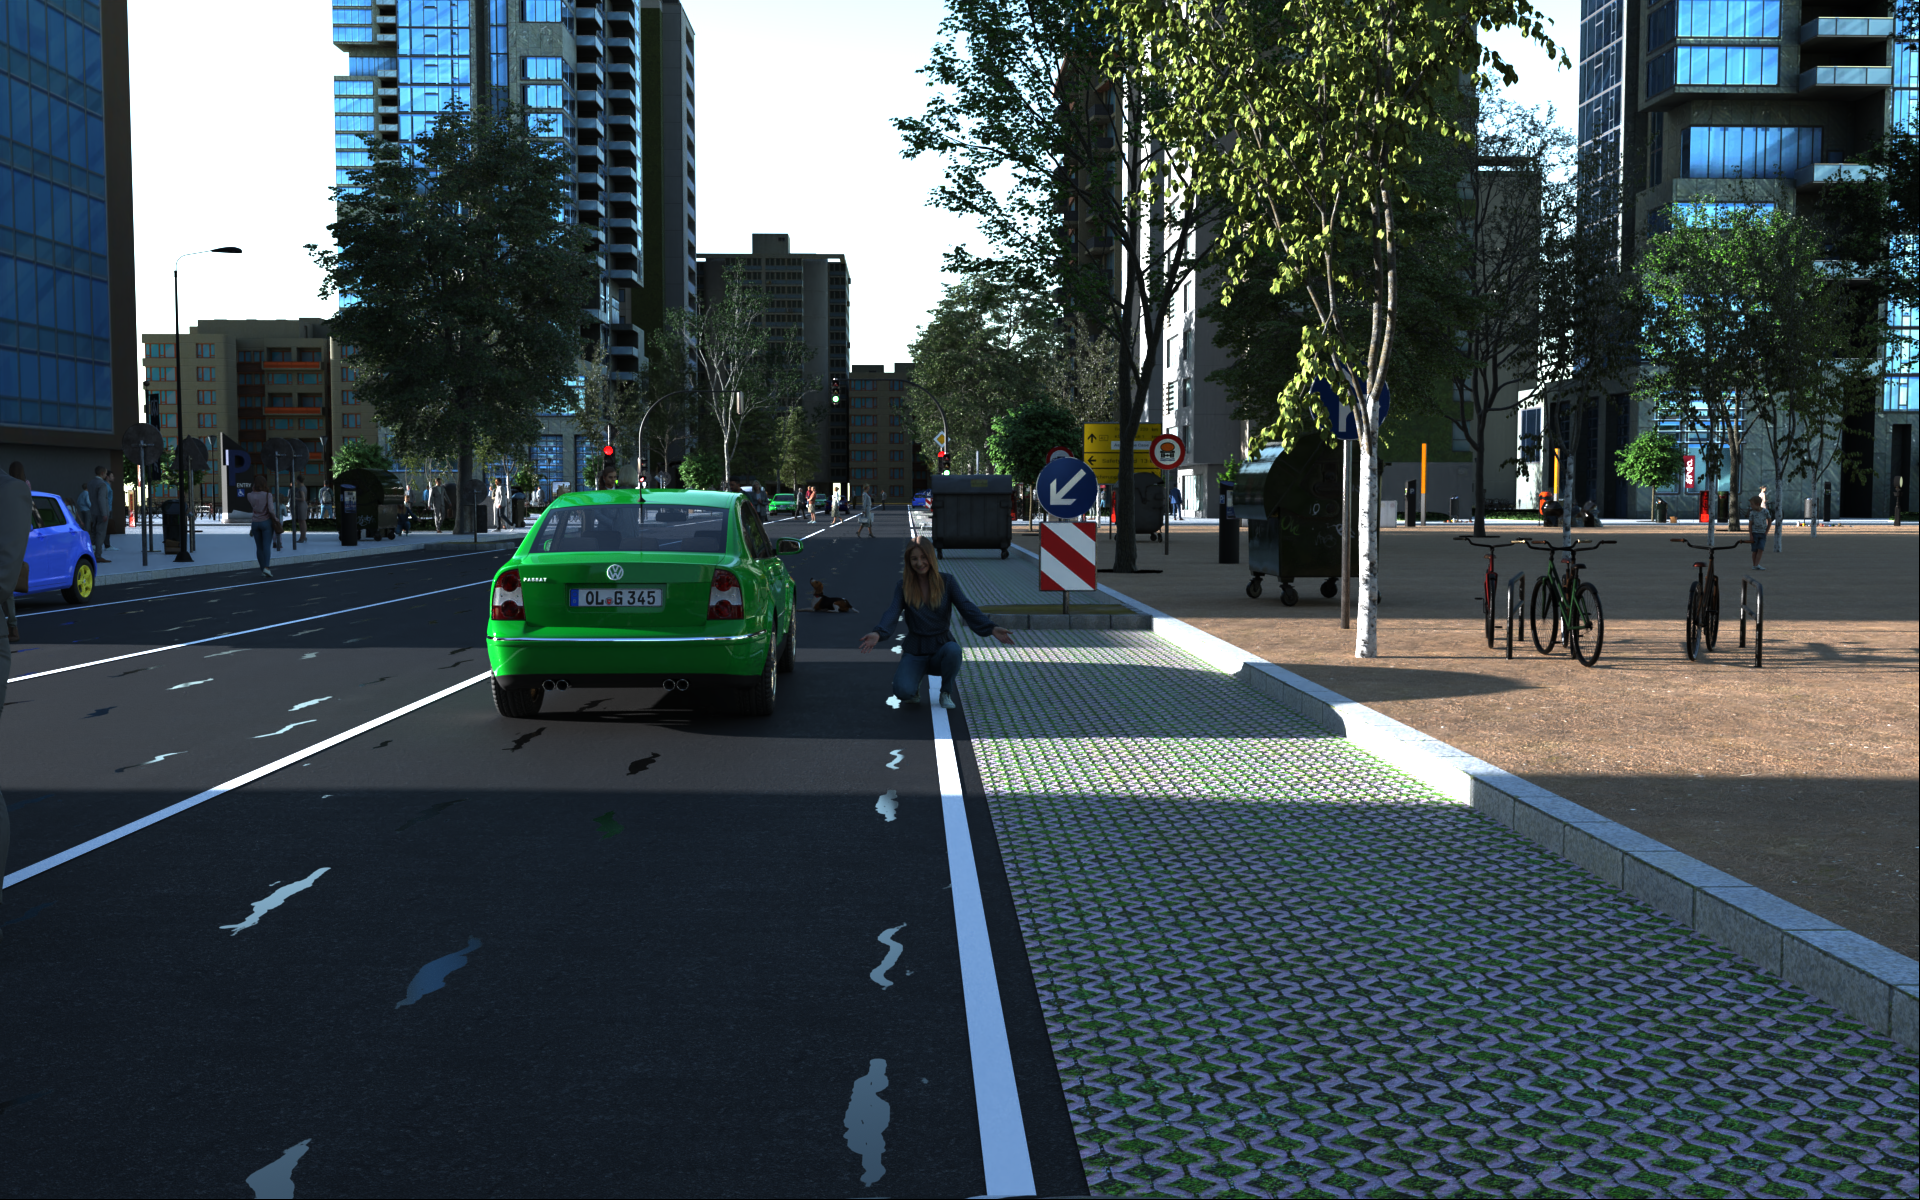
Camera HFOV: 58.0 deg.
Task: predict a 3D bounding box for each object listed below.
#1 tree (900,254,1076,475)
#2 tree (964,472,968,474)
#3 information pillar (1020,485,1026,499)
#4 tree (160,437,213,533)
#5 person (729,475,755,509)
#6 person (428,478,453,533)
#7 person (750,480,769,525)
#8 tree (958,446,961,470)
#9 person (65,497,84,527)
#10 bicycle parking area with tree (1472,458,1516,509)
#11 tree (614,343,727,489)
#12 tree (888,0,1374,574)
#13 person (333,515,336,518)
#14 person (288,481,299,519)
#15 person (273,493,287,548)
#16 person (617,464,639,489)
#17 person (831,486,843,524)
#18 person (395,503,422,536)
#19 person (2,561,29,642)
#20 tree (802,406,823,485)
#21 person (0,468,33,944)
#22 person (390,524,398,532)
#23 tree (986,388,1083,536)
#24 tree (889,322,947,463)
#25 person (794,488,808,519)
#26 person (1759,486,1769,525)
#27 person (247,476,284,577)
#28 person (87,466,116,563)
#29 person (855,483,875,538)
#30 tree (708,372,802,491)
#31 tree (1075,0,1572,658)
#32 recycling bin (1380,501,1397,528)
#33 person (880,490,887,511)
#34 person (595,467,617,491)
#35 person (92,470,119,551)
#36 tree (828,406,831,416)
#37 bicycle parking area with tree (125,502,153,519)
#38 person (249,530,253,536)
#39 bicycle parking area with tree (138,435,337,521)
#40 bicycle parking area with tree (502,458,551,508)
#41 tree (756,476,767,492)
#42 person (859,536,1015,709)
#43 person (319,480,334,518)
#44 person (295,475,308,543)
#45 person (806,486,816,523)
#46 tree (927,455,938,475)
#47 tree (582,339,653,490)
[{"bbox_3d":[1.668,-11.406,93.143,9.857,13.997,8.962,0,3,0],"label":"tree"},{"bbox_3d":[0.696,-8.188,128.482,1.663,3.219,1.824,0,3,0],"label":"tree"},{"bbox_3d":[3.996,-6.426,109.552,0.304,2.012,0.304,-2,4,-25],"label":"information pillar"},{"bbox_3d":[-26.131,-3.881,58.051,1.663,3.219,1.824,0,3,0],"label":"tree"},{"bbox_3d":[-4.184,-1.463,32.771,0.623,1.781,0.721,0,4,-3],"label":"person"},{"bbox_3d":[-17.134,-3.112,57.038,0.853,1.813,0.709,3,5,40],"label":"person"},{"bbox_3d":[-5.337,-2.279,45.952,0.537,1.800,0.526,-1,4,-9],"label":"person"},{"bbox_3d":[0.629,-11.459,137.723,4.360,8.622,3.978,0,3,0],"label":"tree"},{"bbox_3d":[-20.247,-1.741,39.526,0.382,1.210,0.505,0,4,-6],"label":"person"},{"bbox_3d":[38.916,-9.289,138.880,9.016,4.147,8.231,-3,5,-44],"label":"bicycle parking area with tree"},{"bbox_3d":[-17.822,-10.506,106.185,7.601,10.594,8.767,-1,4,-11],"label":"tree"},{"bbox_3d":[2.878,-6.253,27.986,9.928,11.665,9.643,0,3,0],"label":"tree"},{"bbox_3d":[-25.611,-3.562,72.242,1.012,1.151,0.738,0,4,-5],"label":"person"},{"bbox_3d":[-24.599,-3.529,64.170,0.534,1.772,0.576,2,4,27],"label":"person"},{"bbox_3d":[-16.216,-1.885,41.149,0.425,1.301,0.394,-2,4,-26],"label":"person"},{"bbox_3d":[-4.242,-0.795,21.678,0.526,1.800,0.537,2,4,31],"label":"person"},{"bbox_3d":[-5.855,-4.521,82.650,0.641,1.798,0.478,0,4,3],"label":"person"},{"bbox_3d":[-16.852,-2.513,52.627,1.012,1.151,0.738,-1,4,-8],"label":"person"},{"bbox_3d":[-9.276,-0.484,16.532,0.709,1.813,0.853,-1,4,-18],"label":"person"},{"bbox_3d":[-21.250,-18.615,222.486,7.486,12.596,7.792,0,3,0],"label":"tree"},{"bbox_3d":[-3.139,0.212,5.304,0.520,1.790,0.573,1,4,10],"label":"person"},{"bbox_3d":[-18.837,-2.887,57.511,0.475,1.303,0.640,0,4,-2],"label":"person"},{"bbox_3d":[2.548,-4.277,53.643,4.285,4.588,4.351,0,3,0],"label":"tree"},{"bbox_3d":[-1.452,-20.360,188.772,12.611,20.169,13.585,0,3,0],"label":"tree"},{"bbox_3d":[-8.930,-5.427,97.623,0.834,1.777,0.661,-1,4,-10],"label":"person"},{"bbox_3d":[33.642,-3.888,72.404,0.374,1.781,0.599,0,4,-5],"label":"person"},{"bbox_3d":[-12.101,-1.284,30.091,0.593,1.750,0.643,0,4,2],"label":"person"},{"bbox_3d":[-16.078,-1.603,32.366,0.709,1.813,0.853,2,4,33],"label":"person"},{"bbox_3d":[-3.115,-2.949,57.067,0.624,1.780,0.694,1,4,12],"label":"person"},{"bbox_3d":[-20.158,-14.853,160.976,7.486,12.596,7.792,0,3,0],"label":"tree"},{"bbox_3d":[2.970,-3.858,13.437,4.737,8.622,4.395,0,3,0],"label":"tree"},{"bbox_3d":[16.248,-3.268,65.991,0.722,1.027,0.722,1,4,9],"label":"recycling bin"},{"bbox_3d":[-6.687,-8.715,151.170,0.473,1.802,0.592,-1,4,-21],"label":"person"},{"bbox_3d":[-4.481,-0.851,22.693,0.573,1.790,0.520,3,4,38],"label":"person"},{"bbox_3d":[-19.486,-2.035,39.342,0.620,1.820,0.660,-3,4,-38],"label":"person"},{"bbox_3d":[-20.250,-20.586,192.467,12.611,20.169,13.585,0,3,0],"label":"tree"},{"bbox_3d":[-45.170,-6.207,88.489,9.016,4.147,8.231,1,4,10],"label":"bicycle parking area with tree"},{"bbox_3d":[-21.052,-2.798,52.274,0.782,1.767,0.515,2,4,32],"label":"person"},{"bbox_3d":[-33.958,-5.993,84.980,8.231,4.147,9.016,0,4,2],"label":"bicycle parking area with tree"},{"bbox_3d":[-36.279,-9.762,146.610,9.016,4.147,8.231,-1,4,-13],"label":"bicycle parking area with tree"},{"bbox_3d":[-19.836,-10.960,173.793,1.663,3.219,1.824,0,3,0],"label":"tree"},{"bbox_3d":[-0.133,0.146,11.609,1.012,1.151,0.738,0,4,4],"label":"person"},{"bbox_3d":[-24.472,-3.718,66.813,0.794,1.824,0.713,2,4,27],"label":"person"},{"bbox_3d":[-17.367,-2.399,45.602,0.374,1.781,0.599,-1,4,-14],"label":"person"},{"bbox_3d":[-7.301,-4.699,85.304,0.580,1.828,0.573,1,4,19],"label":"person"},{"bbox_3d":[-2.087,-16.384,218.245,4.737,8.622,4.395,0,3,0],"label":"tree"},{"bbox_3d":[-16.818,-7.984,80.906,4.360,8.622,3.978,0,3,0],"label":"tree"}]
